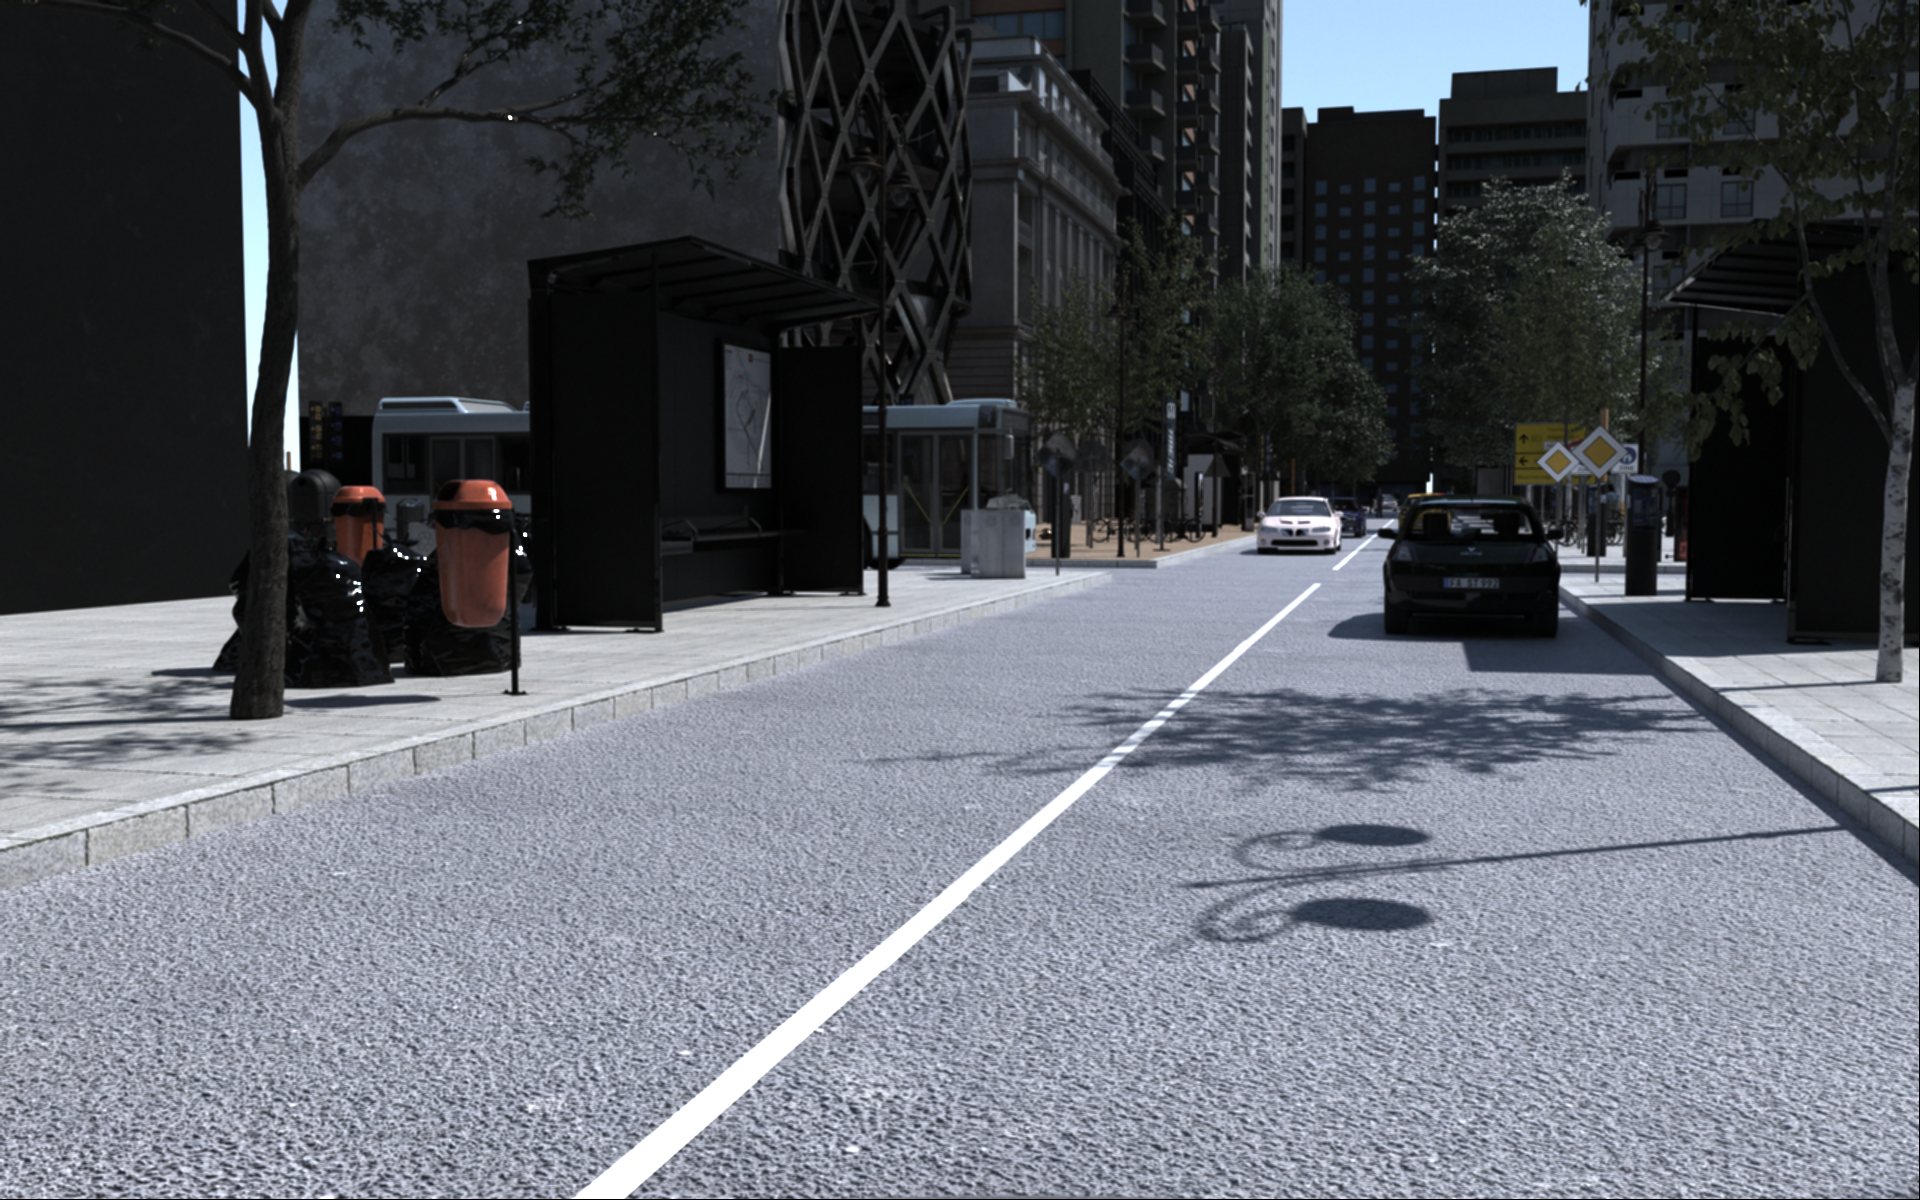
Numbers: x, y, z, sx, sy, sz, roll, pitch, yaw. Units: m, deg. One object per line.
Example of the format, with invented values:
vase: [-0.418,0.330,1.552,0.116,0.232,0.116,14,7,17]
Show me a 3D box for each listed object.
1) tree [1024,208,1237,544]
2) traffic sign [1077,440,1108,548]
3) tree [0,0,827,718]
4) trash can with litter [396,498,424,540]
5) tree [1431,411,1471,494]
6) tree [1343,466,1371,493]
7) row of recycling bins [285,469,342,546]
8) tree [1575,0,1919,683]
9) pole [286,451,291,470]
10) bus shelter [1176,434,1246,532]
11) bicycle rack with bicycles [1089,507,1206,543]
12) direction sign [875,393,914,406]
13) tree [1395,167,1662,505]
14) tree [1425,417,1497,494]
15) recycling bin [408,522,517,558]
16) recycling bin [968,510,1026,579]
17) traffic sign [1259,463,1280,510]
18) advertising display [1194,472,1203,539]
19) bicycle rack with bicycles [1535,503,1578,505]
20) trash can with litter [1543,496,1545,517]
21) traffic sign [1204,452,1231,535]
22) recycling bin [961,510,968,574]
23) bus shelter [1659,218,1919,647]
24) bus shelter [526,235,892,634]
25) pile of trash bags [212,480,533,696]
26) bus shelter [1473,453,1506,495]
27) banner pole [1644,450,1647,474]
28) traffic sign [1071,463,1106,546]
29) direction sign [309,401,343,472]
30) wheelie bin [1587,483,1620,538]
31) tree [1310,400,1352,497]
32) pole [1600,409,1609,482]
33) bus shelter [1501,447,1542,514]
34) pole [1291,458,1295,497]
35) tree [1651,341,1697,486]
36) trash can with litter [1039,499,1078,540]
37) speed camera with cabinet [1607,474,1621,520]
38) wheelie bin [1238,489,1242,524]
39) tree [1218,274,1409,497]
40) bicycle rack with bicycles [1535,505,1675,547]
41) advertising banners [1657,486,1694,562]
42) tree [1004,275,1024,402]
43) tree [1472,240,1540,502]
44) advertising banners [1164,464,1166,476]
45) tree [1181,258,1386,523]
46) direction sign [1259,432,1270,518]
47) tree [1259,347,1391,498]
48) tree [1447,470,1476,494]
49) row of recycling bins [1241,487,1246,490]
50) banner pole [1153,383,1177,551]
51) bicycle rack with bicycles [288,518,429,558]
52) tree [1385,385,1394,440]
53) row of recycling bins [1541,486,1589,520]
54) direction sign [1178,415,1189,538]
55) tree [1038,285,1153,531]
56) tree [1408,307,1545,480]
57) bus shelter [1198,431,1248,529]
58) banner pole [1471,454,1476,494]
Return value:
tree: [4.880,-5.750,44.368,4.737,8.622,4.395,0,3,0]
traffic sign: [3.100,-2.494,40.887,0.768,2.556,0.104,1,4,21]
tree: [-3.700,-4.603,9.676,7.601,10.594,8.767,-1,4,-10]
trash can with litter: [-8.902,-1.115,29.290,1.678,1.210,2.233,2,4,33]
tree: [41.657,-13.250,142.396,9.928,11.665,9.643,0,3,0]
tree: [41.510,-12.158,182.498,4.285,4.588,4.351,0,3,0]
row of recycling bins: [-11.903,-1.392,29.880,3.534,1.692,1.069,2,4,34]
tree: [6.389,-3.759,11.823,4.737,8.622,4.395,0,3,0]
pole: [-32.082,-5.443,82.830,0.158,3.312,0.155,0,3,0]
bus shelter: [8.769,-4.105,61.042,2.014,3.302,5.546,1,4,15]
bicycle rack with bicycles: [5.211,-2.027,46.522,2.925,0.926,2.852,2,4,26]
direction sign: [-1.474,-2.885,39.162,0.876,3.537,0.379,-1,4,-15]
tree: [22.008,-9.825,67.293,9.857,13.997,8.962,0,3,0]
tree: [44.431,-13.338,152.495,7.601,10.594,8.767,3,4,37]
recycling bin: [-4.416,-0.176,15.427,0.722,1.027,0.722,1,4,11]
recycling bin: [0.580,-0.851,26.474,0.722,1.027,0.722,-1,4,-11]
traffic sign: [12.608,-4.320,70.629,0.884,2.594,0.081,2,4,23]
advertising display: [6.931,-2.755,50.263,0.123,1.923,0.974,1,4,15]
bicycle rack with bicycles: [21.711,-2.940,61.451,2.852,0.926,2.925,-3,5,-44]
trash can with litter: [30.152,-4.790,89.704,0.624,1.170,1.055,1,4,21]
traffic sign: [7.973,-3.286,53.723,0.884,2.594,0.081,2,4,25]
recycling bin: [0.499,-0.934,27.820,0.722,1.027,0.722,3,4,38]
bus shelter: [8.383,-1.608,17.575,1.731,3.624,6.357,1,4,15]
bus shelter: [-2.481,-1.694,18.983,1.731,3.624,6.357,1,4,15]
pile of trash bags: [-3.886,-0.141,12.064,1.912,1.369,3.447,-3,4,-37]
bus shelter: [26.878,-5.707,87.241,2.014,3.302,5.546,1,4,15]
banner pole: [34.273,-5.940,87.136,0.863,3.779,0.401,-3,4,-36]
traffic sign: [3.127,-2.589,42.338,0.884,2.594,0.081,2,4,24]
direction sign: [-15.509,-3.085,42.431,0.379,3.537,0.876,3,4,39]
wheelie bin: [18.951,-2.640,51.065,0.980,1.594,0.693,3,5,44]
tree: [25.611,-10.329,119.236,4.360,8.622,3.978,0,3,0]
pole: [15.396,-2.914,41.488,0.158,3.312,0.155,0,3,0]
bus shelter: [25.506,-6.125,77.770,2.179,5.291,8.768,1,4,15]
pole: [19.004,-6.422,98.839,0.158,3.312,0.155,0,3,0]
tree: [34.497,-7.977,80.788,4.360,8.622,3.978,0,3,0]
trash can with litter: [2.761,-2.293,48.879,1.055,1.170,0.624,-3,5,-42]
speed camera with cabinet: [30.910,-5.281,80.684,2.038,3.252,0.660,-3,4,-38]
wheelie bin: [11.694,-4.014,73.538,0.693,1.594,0.980,3,5,40]
tree: [17.988,-10.599,90.300,9.611,12.733,9.660,0,3,0]
bicycle rack with bicycles: [15.894,-1.835,43.389,2.925,0.926,2.852,0,4,-4]
advertising banners: [13.747,-2.239,32.788,2.074,3.025,0.090,-1,4,-11]
tree: [3.227,-6.401,55.015,4.737,8.622,4.395,0,3,0]
tree: [16.282,-5.815,45.437,4.737,8.622,4.395,0,3,0]
advertising banners: [12.562,-6.331,99.704,2.074,3.025,0.090,2,4,30]
tree: [13.313,-9.246,76.922,9.928,11.665,9.643,0,3,0]
direction sign: [11.193,-4.386,63.700,0.379,3.537,0.876,2,4,33]
tree: [21.911,-11.602,107.813,7.486,12.596,7.792,0,3,0]
tree: [35.228,-7.722,120.852,1.663,3.219,1.824,0,3,0]
row of recycling bins: [16.038,-5.914,103.806,1.069,1.692,3.534,-3,5,-41]
banner pole: [4.707,-3.013,39.286,0.401,3.779,0.863,3,4,36]
bicycle rack with bicycles: [-8.984,-0.748,25.615,2.852,0.926,2.925,1,4,11]
tree: [28.230,-12.413,128.700,9.928,11.665,9.643,0,3,0]
row of recycling bins: [30.018,-4.844,86.319,3.534,1.692,1.069,1,4,14]
direction sign: [6.451,-3.559,50.193,0.379,3.537,0.876,-1,4,-10]
tree: [4.703,-6.733,60.447,4.360,8.622,3.978,0,3,0]
tree: [31.605,-11.492,104.901,9.611,12.733,9.660,0,3,0]
bus shelter: [10.041,-4.659,67.461,1.731,3.624,6.357,1,4,15]
banner pole: [28.630,-6.519,96.603,0.401,3.779,0.863,0,4,1]
